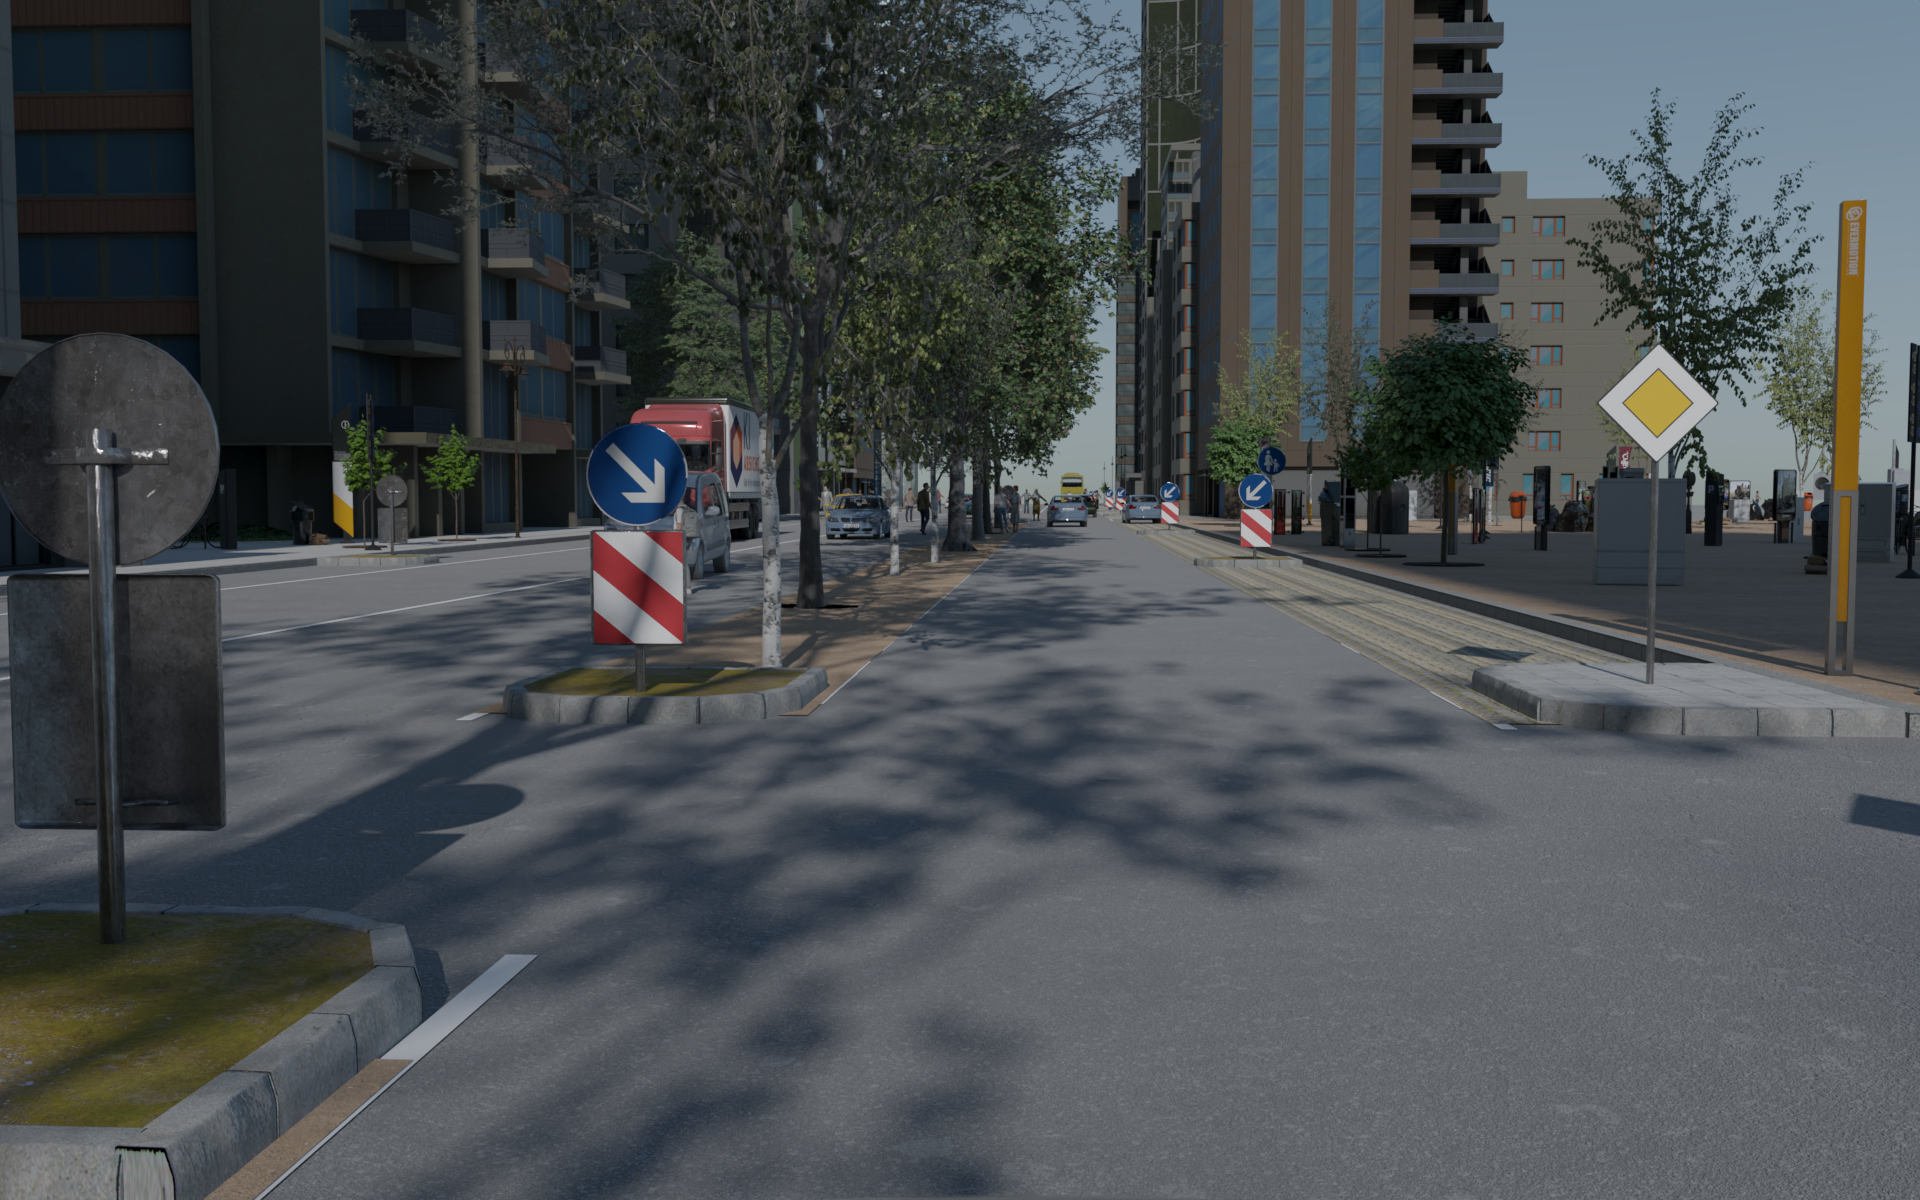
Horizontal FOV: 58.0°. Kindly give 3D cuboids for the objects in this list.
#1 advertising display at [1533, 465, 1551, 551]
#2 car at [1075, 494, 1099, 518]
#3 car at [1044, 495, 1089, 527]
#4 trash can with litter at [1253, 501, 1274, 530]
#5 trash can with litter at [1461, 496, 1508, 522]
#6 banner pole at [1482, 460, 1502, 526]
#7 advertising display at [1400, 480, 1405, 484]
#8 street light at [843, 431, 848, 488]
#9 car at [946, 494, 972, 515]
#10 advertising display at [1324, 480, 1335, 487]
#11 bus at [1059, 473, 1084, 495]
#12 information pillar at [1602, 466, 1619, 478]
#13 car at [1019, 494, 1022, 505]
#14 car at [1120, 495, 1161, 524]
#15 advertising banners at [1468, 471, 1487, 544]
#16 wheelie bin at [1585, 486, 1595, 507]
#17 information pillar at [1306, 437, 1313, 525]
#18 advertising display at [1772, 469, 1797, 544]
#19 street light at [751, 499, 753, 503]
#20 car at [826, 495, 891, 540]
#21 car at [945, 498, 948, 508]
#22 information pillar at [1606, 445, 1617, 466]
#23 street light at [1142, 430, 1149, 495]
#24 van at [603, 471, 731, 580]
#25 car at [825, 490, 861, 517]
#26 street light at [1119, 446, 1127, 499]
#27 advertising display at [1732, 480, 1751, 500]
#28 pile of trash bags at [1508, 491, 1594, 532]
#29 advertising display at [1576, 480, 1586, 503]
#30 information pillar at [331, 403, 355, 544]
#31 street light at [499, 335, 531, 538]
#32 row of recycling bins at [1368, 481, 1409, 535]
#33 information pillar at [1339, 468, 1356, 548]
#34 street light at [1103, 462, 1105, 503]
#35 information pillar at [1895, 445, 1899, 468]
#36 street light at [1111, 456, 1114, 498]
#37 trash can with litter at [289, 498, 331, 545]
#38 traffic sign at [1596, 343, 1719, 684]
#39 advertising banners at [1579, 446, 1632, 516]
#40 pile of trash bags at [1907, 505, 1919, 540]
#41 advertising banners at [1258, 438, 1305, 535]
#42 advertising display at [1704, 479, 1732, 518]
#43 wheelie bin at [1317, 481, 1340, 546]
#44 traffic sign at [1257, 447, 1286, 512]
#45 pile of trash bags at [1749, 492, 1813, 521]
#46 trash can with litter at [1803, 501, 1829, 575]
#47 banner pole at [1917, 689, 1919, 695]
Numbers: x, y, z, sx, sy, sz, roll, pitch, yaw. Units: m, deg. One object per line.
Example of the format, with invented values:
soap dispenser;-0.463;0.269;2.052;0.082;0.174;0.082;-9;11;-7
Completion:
advertising display;13.235;-2.092;39.421;0.123;1.923;0.974;0;4;3
car;7.599;-5.947;107.025;2.009;1.686;4.222;0;4;4
car;4.719;-3.951;76.596;2.014;1.417;4.499;0;4;2
trash can with litter;8.604;-2.322;49.354;0.624;1.170;1.055;0;4;5
trash can with litter;24.275;-4.239;80.361;2.233;1.210;1.678;2;4;24
banner pole;21.369;-4.866;69.572;0.863;3.779;0.401;0;4;4
advertising display;20.236;-4.527;79.225;0.123;1.923;0.974;0;4;6
street light;-8.395;-9.448;127.261;0.468;5.910;1.993;0;4;3
car;0.285;-5.580;103.036;2.131;1.459;4.920;0;4;4
advertising display;17.050;-4.565;79.849;0.123;1.923;0.974;3;4;37
bus;12.913;-12.739;199.833;2.896;3.916;12.252;0;4;3
information pillar;16.877;-2.476;44.970;0.304;2.012;0.304;-1;4;-11
car;7.461;-13.859;235.640;2.155;1.783;4.494;0;4;2
car;8.835;-4.414;84.175;2.014;1.417;4.499;0;4;2
advertising banners;13.198;-2.940;44.265;0.090;3.025;2.074;2;4;29
wheelie bin;24.421;-3.597;66.723;0.693;1.594;0.980;-2;4;-24
information pillar;14.502;-4.925;71.882;0.183;3.616;0.504;0;4;-6
advertising display;21.458;-2.439;45.086;0.974;1.923;0.123;-3;4;-37
street light;-10.747;-7.133;89.410;0.468;5.910;1.993;0;4;3
car;-3.215;-2.690;55.988;2.014;1.417;4.499;0;4;5
car;-0.489;-9.892;174.098;2.083;1.381;4.827;0;4;4
information pillar;31.233;-5.610;83.074;0.504;3.616;0.183;-1;4;-14
street light;13.406;-9.319;125.158;0.468;5.910;1.993;0;4;3
van;-5.099;-1.422;30.266;2.013;2.044;4.112;0;4;2
car;-4.920;-4.056;76.542;2.015;1.641;3.980;0;4;2
street light;15.953;-12.139;171.256;0.468;5.910;1.993;0;4;3
advertising display;36.888;-4.696;81.990;0.974;1.923;0.123;0;4;4
pile of trash bags;20.154;-2.987;58.583;3.447;1.369;1.912;-1;4;-13
advertising display;29.540;-4.721;82.403;0.123;1.923;0.974;3;5;39
information pillar;-15.926;-3.263;44.701;0.504;3.616;0.183;-3;4;-39
street light;-12.942;-4.753;50.502;0.468;5.910;1.993;0;4;3
row of recycling bins;13.925;-3.024;56.552;1.069;1.692;3.534;0;4;5
information pillar;9.268;-2.255;41.369;0.304;2.012;0.304;0;4;-7
street light;20.447;-16.684;245.565;0.468;5.910;1.993;0;4;3
information pillar;43.951;-5.505;81.369;0.183;3.616;0.504;1;4;11
street light;18.321;-14.411;208.404;0.468;5.910;1.993;0;4;3
trash can with litter;-16.335;-1.969;43.588;1.055;1.170;0.624;1;4;17
traffic sign;4.653;-0.488;11.627;0.795;2.450;0.064;0;4;3
advertising banners;23.710;-4.123;63.591;2.074;3.025;0.090;-1;4;-10
pile of trash bags;28.174;-2.331;47.858;3.447;1.369;1.912;-1;4;-9
advertising banners;10.082;-3.562;54.419;2.074;3.025;0.090;-2;4;-35
advertising display;32.594;-4.242;74.578;0.974;1.923;0.123;2;4;31
wheelie bin;9.259;-2.133;42.777;0.980;1.594;0.693;-1;4;-23
traffic sign;8.425;-2.861;46.880;0.768;2.556;0.104;0;4;5
pile of trash bags;39.884;-4.537;83.932;3.447;1.369;1.912;-1;4;-17
trash can with litter;13.972;-1.008;27.861;0.624;1.170;1.055;3;4;38
banner pole;6.495;-1.285;11.021;0.863;3.779;0.401;-2;4;-35
